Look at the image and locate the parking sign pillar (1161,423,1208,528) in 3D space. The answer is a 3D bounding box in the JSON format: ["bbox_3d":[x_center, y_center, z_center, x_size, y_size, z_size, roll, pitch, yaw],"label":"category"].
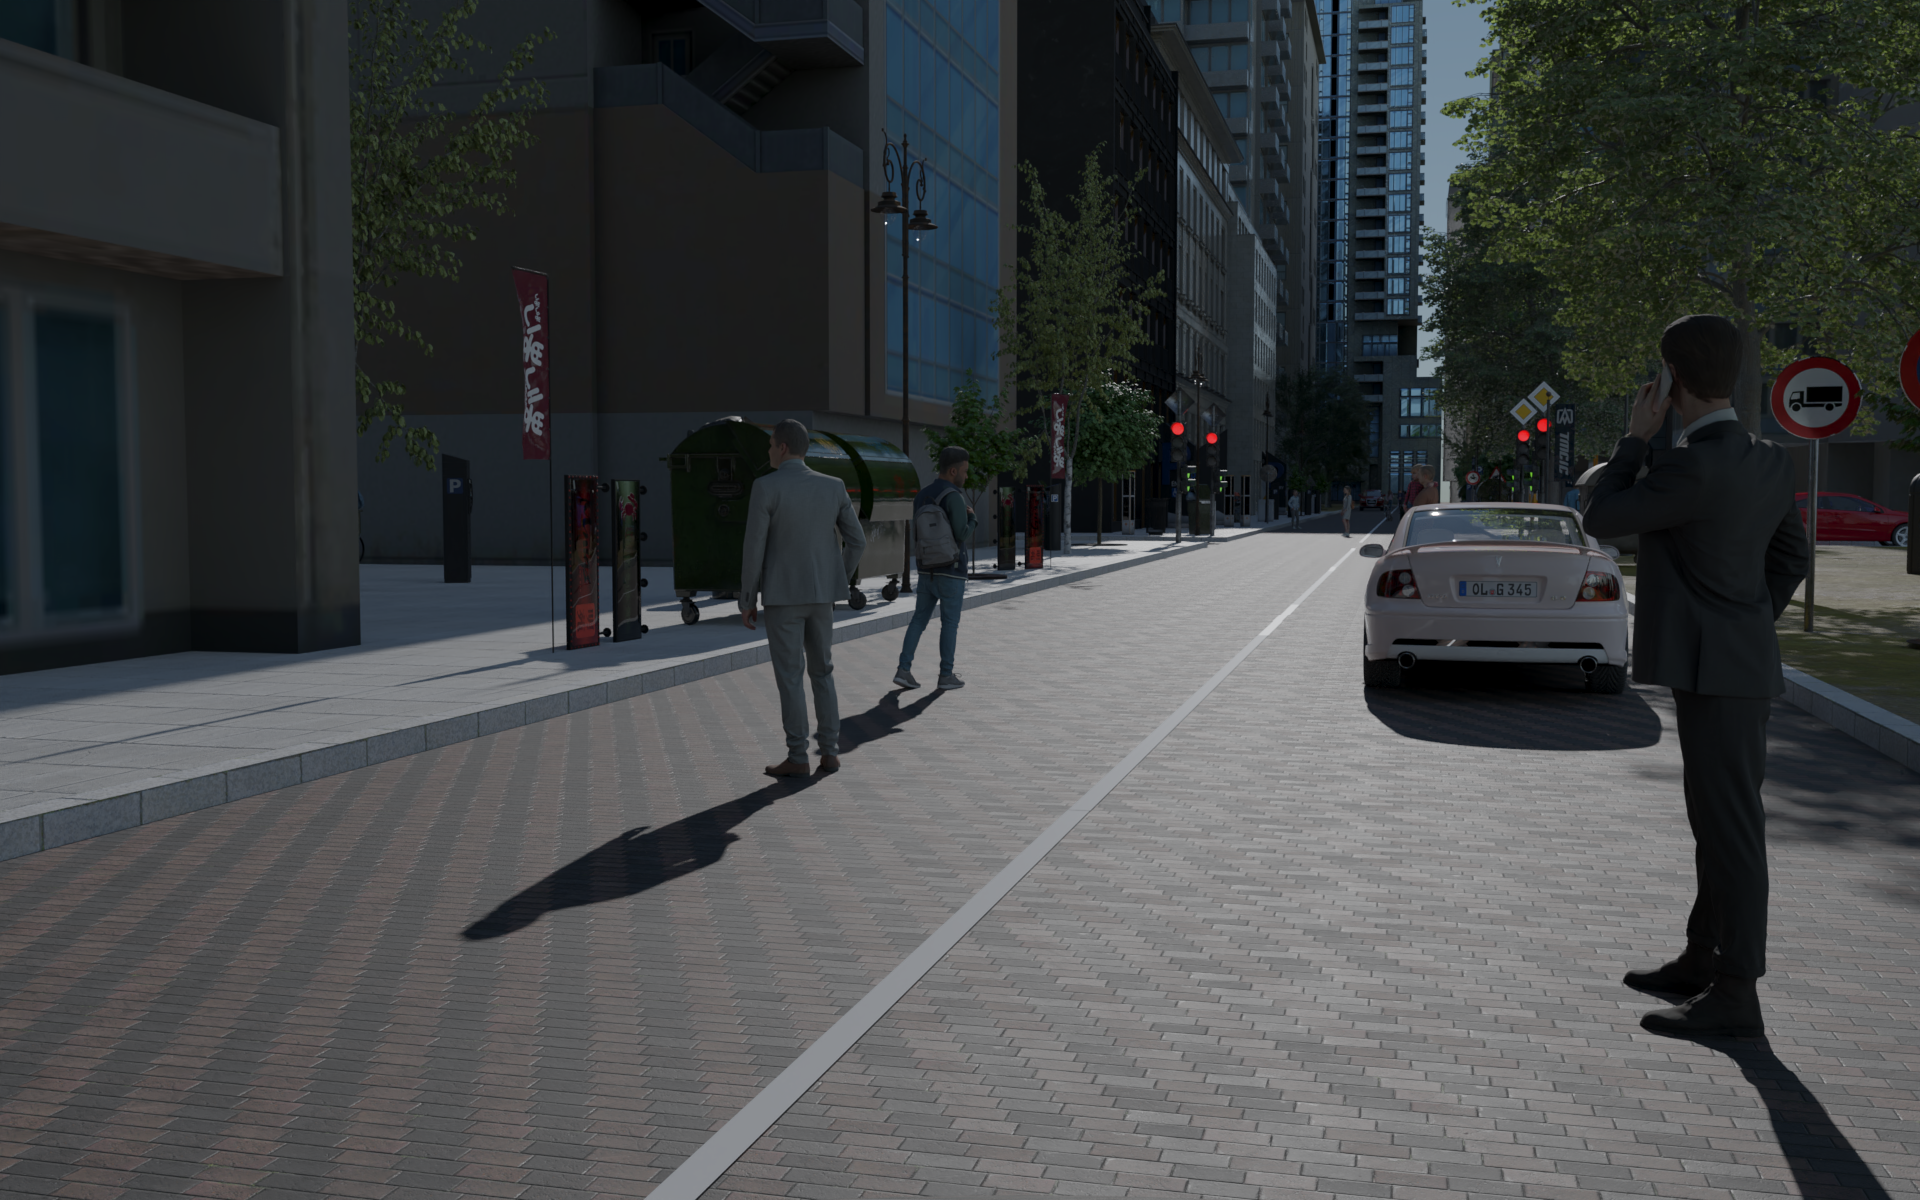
[{"bbox_3d":[8.254,-4.705,65.394,1.447,3.967,1.447,3,5,39],"label":"parking sign pillar"}]

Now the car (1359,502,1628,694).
[{"bbox_3d":[4.265,-0.100,13.993,2.083,1.381,4.827,1,4,15],"label":"car"}]

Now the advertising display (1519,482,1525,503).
[{"bbox_3d":[26.294,-4.640,81.080,0.123,1.923,0.974,2,4,28],"label":"advertising display"}]

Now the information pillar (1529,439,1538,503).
[{"bbox_3d":[20.600,-4.332,62.190,0.183,3.616,0.504,0,4,4],"label":"information pillar"}]

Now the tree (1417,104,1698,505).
[{"bbox_3d":[19.297,-9.138,56.067,9.857,13.997,8.962,0,3,0],"label":"tree"}]

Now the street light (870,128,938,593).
[{"bbox_3d":[-0.702,-3.033,22.373,0.468,5.910,1.993,1,4,15],"label":"street light"}]

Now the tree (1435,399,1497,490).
[{"bbox_3d":[34.857,-10.255,118.038,4.737,8.622,4.395,0,3,0],"label":"tree"}]

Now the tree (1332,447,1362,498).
[{"bbox_3d":[40.062,-14.131,181.401,4.360,8.622,3.978,0,3,0],"label":"tree"}]

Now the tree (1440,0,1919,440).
[{"bbox_3d":[9.918,-6.386,22.541,7.486,12.596,7.792,0,3,0],"label":"tree"}]

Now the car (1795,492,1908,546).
[{"bbox_3d":[23.254,-2.232,45.526,4.494,1.783,2.155,1,4,16],"label":"car"}]

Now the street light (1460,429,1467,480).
[{"bbox_3d":[35.806,-9.195,123.133,0.468,5.910,1.993,1,4,15],"label":"street light"}]

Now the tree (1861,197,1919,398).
[{"bbox_3d":[21.869,-5.315,37.261,4.737,8.622,4.395,0,3,0],"label":"tree"}]

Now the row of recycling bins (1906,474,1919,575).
[{"bbox_3d":[16.968,-1.269,27.866,3.534,1.692,1.069,-1,4,-12],"label":"row of recycling bins"}]

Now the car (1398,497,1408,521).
[{"bbox_3d":[24.968,-5.189,94.634,2.009,1.686,4.222,1,4,16],"label":"car"}]

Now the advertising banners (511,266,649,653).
[{"bbox_3d":[-3.130,-1.113,14.378,0.090,3.025,2.074,1,4,18],"label":"advertising banners"}]

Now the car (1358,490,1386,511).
[{"bbox_3d":[35.579,-8.617,149.552,2.281,1.827,5.304,1,4,14],"label":"car"}]

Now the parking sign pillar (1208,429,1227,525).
[{"bbox_3d":[10.371,-5.089,71.683,1.447,3.967,1.447,0,4,-4],"label":"parking sign pillar"}]

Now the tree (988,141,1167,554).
[{"bbox_3d":[2.340,-5.302,37.057,4.737,8.622,4.395,0,3,0],"label":"tree"}]

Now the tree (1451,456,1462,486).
[{"bbox_3d":[37.737,-8.777,127.224,4.285,4.588,4.351,0,3,0],"label":"tree"}]

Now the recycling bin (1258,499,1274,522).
[{"bbox_3d":[14.325,-4.193,81.105,0.722,1.027,0.722,1,4,12],"label":"recycling bin"}]

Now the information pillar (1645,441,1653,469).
[{"bbox_3d":[29.483,-5.066,74.181,0.183,3.616,0.504,0,4,-6],"label":"information pillar"}]

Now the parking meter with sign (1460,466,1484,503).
[{"bbox_3d":[31.602,-6.774,107.016,1.738,3.016,0.543,-3,5,-40],"label":"parking meter with sign"}]

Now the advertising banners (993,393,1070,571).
[{"bbox_3d":[1.248,-2.044,29.613,0.090,3.025,2.074,3,5,40],"label":"advertising banners"}]

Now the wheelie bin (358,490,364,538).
[{"bbox_3d":[-8.377,-0.929,23.089,0.693,1.594,0.980,2,4,33],"label":"wheelie bin"}]

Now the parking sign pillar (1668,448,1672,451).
[{"bbox_3d":[34.158,-5.767,82.767,1.447,3.967,1.447,-3,5,-44],"label":"parking sign pillar"}]

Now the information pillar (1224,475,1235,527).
[{"bbox_3d":[10.540,-3.872,67.796,0.304,2.012,0.304,2,4,34],"label":"information pillar"}]

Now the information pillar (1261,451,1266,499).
[{"bbox_3d":[16.561,-6.289,94.186,0.183,3.616,0.504,-2,4,-27],"label":"information pillar"}]

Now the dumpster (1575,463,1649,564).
[{"bbox_3d":[11.708,-1.538,30.902,1.264,1.857,1.865,1,4,15],"label":"dumpster"}]

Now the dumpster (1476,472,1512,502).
[{"bbox_3d":[24.143,-4.640,78.364,1.502,2.255,1.985,1,4,15],"label":"dumpster"}]

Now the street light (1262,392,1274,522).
[{"bbox_3d":[13.873,-6.451,78.268,0.468,5.910,1.993,1,4,15],"label":"street light"}]

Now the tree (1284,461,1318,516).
[{"bbox_3d":[19.539,-6.490,100.705,1.663,3.219,1.824,0,3,0],"label":"tree"}]

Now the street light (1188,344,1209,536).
[{"bbox_3d":[7.349,-4.935,53.472,0.468,5.910,1.993,1,4,15],"label":"street light"}]

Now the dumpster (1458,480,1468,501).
[{"bbox_3d":[32.472,-6.581,110.094,1.502,2.255,1.985,1,4,14],"label":"dumpster"}]

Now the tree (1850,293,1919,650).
[{"bbox_3d":[8.413,-1.192,14.085,1.663,3.219,1.824,0,3,0],"label":"tree"}]

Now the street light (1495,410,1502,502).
[{"bbox_3d":[22.628,-6.099,72.509,0.468,5.910,1.993,1,4,15],"label":"street light"}]

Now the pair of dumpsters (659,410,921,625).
[{"bbox_3d":[-1.736,-0.994,18.739,1.574,2.255,4.437,1,4,15],"label":"pair of dumpsters"}]

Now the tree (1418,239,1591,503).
[{"bbox_3d":[21.747,-8.649,67.172,9.928,11.665,9.643,0,3,0],"label":"tree"}]

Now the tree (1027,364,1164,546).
[{"bbox_3d":[3.396,-3.637,43.178,4.285,4.588,4.351,0,3,0],"label":"tree"}]

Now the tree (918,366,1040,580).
[{"bbox_3d":[0.098,-1.942,26.356,1.663,3.219,1.824,0,3,0],"label":"tree"}]

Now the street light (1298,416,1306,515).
[{"bbox_3d":[20.287,-7.954,102.838,0.468,5.910,1.993,1,4,15],"label":"street light"}]

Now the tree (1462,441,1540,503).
[{"bbox_3d":[27.168,-6.216,85.339,4.285,4.588,4.351,0,3,0],"label":"tree"}]

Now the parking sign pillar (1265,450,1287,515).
[{"bbox_3d":[19.248,-7.166,105.632,1.447,3.967,1.447,1,4,18],"label":"parking sign pillar"}]

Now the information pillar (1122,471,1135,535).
[{"bbox_3d":[5.304,-3.062,54.555,0.304,2.012,0.304,2,4,35],"label":"information pillar"}]

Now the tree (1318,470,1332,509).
[{"bbox_3d":[28.833,-8.744,137.570,1.663,3.219,1.824,0,3,0],"label":"tree"}]

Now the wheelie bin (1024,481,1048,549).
[{"bbox_3d":[1.887,-1.996,40.543,0.693,1.594,0.980,1,4,14],"label":"wheelie bin"}]

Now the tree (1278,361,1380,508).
[{"bbox_3d":[34.783,-15.720,163.677,9.857,13.997,8.962,0,3,0],"label":"tree"}]

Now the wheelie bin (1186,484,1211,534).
[{"bbox_3d":[7.645,-2.903,55.371,0.980,1.594,0.693,-2,4,-31],"label":"wheelie bin"}]

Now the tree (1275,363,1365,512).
[{"bbox_3d":[24.327,-11.487,122.232,8.767,10.594,7.601,1,4,14],"label":"tree"}]

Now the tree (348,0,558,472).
[{"bbox_3d":[-6.603,-4.120,17.726,4.737,8.622,4.395,0,3,0],"label":"tree"}]

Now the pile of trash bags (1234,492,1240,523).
[{"bbox_3d":[12.292,-4.220,78.744,1.912,1.369,3.447,1,4,17],"label":"pile of trash bags"}]

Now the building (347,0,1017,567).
[{"bbox_3d":[-7.213,-23.654,36.858,14.200,45.320,14.600,1,4,15],"label":"building"}]

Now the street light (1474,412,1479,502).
[{"bbox_3d":[29.278,-7.656,97.971,0.468,5.910,1.993,1,4,15],"label":"street light"}]

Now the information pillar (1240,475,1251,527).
[{"bbox_3d":[11.217,-3.888,68.058,0.304,2.012,0.304,-1,4,-18],"label":"information pillar"}]
